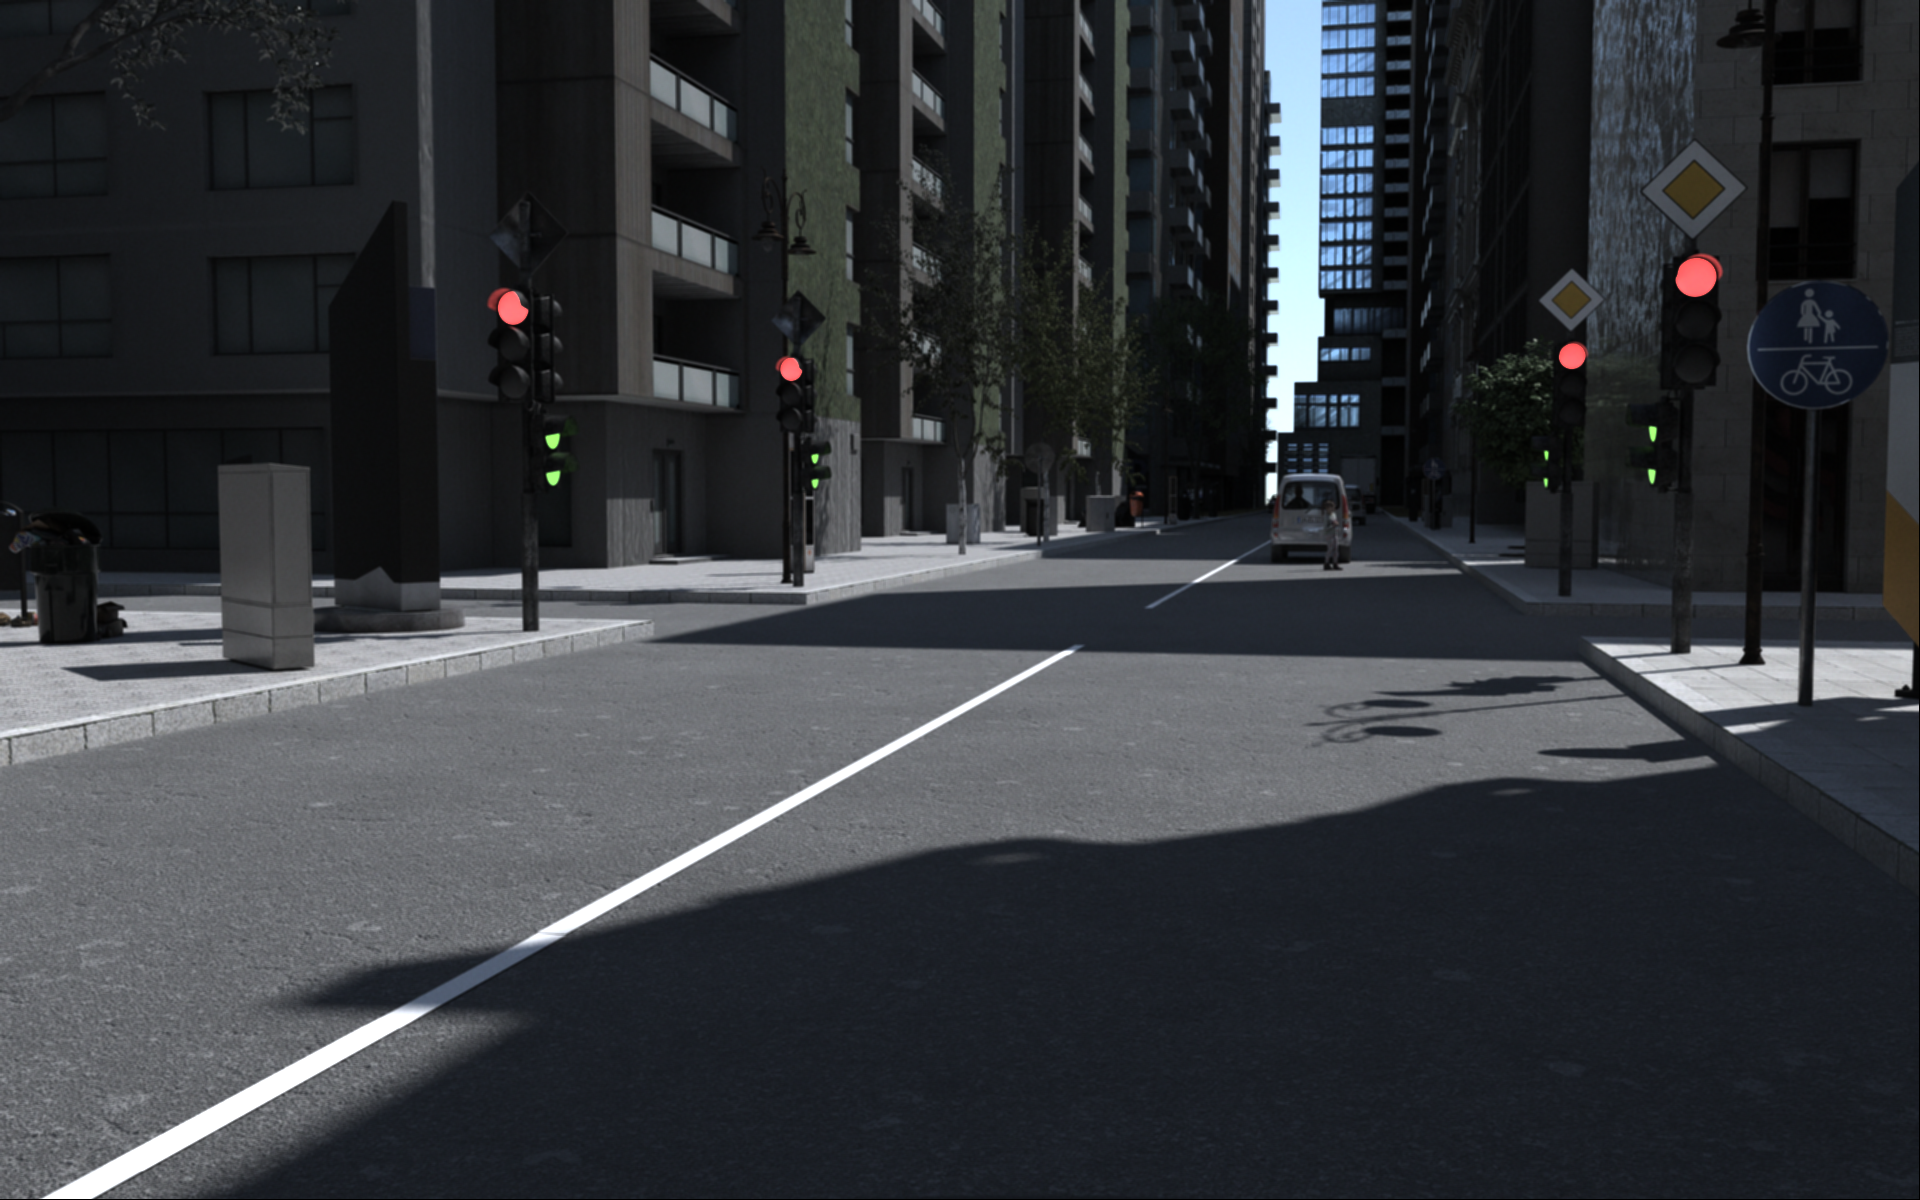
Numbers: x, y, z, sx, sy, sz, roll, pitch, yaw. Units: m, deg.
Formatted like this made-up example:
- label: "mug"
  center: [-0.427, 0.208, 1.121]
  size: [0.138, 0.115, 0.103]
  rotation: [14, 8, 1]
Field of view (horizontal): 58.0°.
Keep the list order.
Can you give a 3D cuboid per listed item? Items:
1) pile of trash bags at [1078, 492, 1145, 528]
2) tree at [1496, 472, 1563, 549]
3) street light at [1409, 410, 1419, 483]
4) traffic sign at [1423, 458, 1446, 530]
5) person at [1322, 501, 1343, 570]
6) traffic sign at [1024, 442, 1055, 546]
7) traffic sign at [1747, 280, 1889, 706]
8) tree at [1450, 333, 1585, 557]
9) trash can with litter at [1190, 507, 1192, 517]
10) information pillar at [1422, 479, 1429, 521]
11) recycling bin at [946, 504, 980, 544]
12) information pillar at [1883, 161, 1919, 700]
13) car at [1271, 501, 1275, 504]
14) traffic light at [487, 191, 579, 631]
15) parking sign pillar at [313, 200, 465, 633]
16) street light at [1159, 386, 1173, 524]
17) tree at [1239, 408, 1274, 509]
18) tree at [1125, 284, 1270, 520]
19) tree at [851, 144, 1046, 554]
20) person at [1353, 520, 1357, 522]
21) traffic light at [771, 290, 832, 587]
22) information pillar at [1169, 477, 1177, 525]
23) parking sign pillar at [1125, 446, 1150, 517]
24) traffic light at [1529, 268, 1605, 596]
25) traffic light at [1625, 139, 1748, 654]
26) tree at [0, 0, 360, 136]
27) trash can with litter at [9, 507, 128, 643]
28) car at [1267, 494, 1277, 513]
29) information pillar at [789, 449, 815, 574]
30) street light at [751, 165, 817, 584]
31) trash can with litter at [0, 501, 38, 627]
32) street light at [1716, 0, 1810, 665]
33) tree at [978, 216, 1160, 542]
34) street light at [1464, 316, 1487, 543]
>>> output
- label: "pile of trash bags"
  center: [5.986, -3.444, 66.066]
  size: [1.912, 1.369, 3.447]
  rotation: [-2, 4, -27]
- label: "tree"
  center: [13.528, -2.815, 40.621]
  size: [1.663, 3.219, 1.824]
  rotation: [0, 3, 0]
- label: "street light"
  center: [24.624, -7.420, 94.103]
  size: [0.468, 5.910, 1.993]
  rotation: [1, 4, 13]
- label: "traffic sign"
  center: [16.754, -3.737, 61.200]
  size: [0.768, 2.556, 0.104]
  rotation: [1, 4, 19]
- label: "person"
  center: [7.007, -1.210, 32.564]
  size: [0.394, 1.301, 0.425]
  rotation: [2, 4, 27]
- label: "traffic sign"
  center: [1.949, -2.605, 42.696]
  size: [0.768, 2.556, 0.104]
  rotation: [1, 4, 15]
- label: "traffic sign"
  center: [5.125, -0.631, 10.425]
  size: [0.768, 2.556, 0.104]
  rotation: [1, 4, 18]
- label: "tree"
  center: [11.789, -3.174, 35.606]
  size: [4.285, 4.588, 4.351]
  rotation: [0, 3, 0]
- label: "trash can with litter"
  center: [12.890, -5.235, 96.973]
  size: [0.624, 1.170, 1.055]
  rotation: [-1, 4, -17]
- label: "information pillar"
  center: [22.089, -4.755, 82.235]
  size: [0.304, 2.012, 0.304]
  rotation: [1, 4, 12]
- label: "recycling bin"
  center: [0.085, -1.963, 44.642]
  size: [0.722, 1.027, 0.722]
  rotation: [1, 4, 17]
- label: "information pillar"
  center: [6.042, -1.190, 10.818]
  size: [0.183, 3.616, 0.504]
  rotation: [-1, 4, -19]
- label: "car"
  center: [20.668, -5.914, 109.062]
  size: [2.083, 1.381, 4.827]
  rotation: [1, 4, 11]
- label: "traffic light"
  center: [-4.005, -1.663, 16.108]
  size: [0.839, 4.253, 0.868]
  rotation: [1, 4, 13]
- label: "parking sign pillar"
  center: [-5.515, -1.718, 16.557]
  size: [1.447, 3.967, 1.447]
  rotation: [3, 5, 43]
- label: "street light"
  center: [8.836, -6.202, 74.191]
  size: [0.468, 5.910, 1.993]
  rotation: [1, 4, 13]
- label: "tree"
  center: [24.585, -11.934, 145.482]
  size: [4.360, 8.622, 3.978]
  rotation: [0, 3, 0]
- label: "tree"
  center: [11.854, -9.891, 87.471]
  size: [9.928, 11.665, 9.643]
  rotation: [0, 3, 0]
- label: "tree"
  center: [-0.040, -5.262, 36.391]
  size: [4.360, 8.622, 3.978]
  rotation: [0, 3, 0]
- label: "person"
  center: [19.784, -4.840, 87.726]
  size: [0.635, 1.810, 0.391]
  rotation: [2, 4, 26]
- label: "traffic light"
  center: [-2.224, -2.139, 23.892]
  size: [0.839, 4.253, 0.868]
  rotation: [1, 4, 13]
- label: "information pillar"
  center: [8.953, -4.182, 72.873]
  size: [0.304, 2.012, 0.304]
  rotation: [0, 4, -2]
- label: "parking sign pillar"
  center: [9.885, -6.611, 96.570]
  size: [1.447, 3.967, 1.447]
  rotation: [-1, 4, -15]
- label: "traffic light"
  center: [7.588, -2.003, 21.672]
  size: [0.839, 4.253, 0.868]
  rotation: [1, 4, 13]
- label: "traffic light"
  center: [5.807, -1.527, 13.887]
  size: [0.839, 4.253, 0.868]
  rotation: [1, 4, 13]
- label: "tree"
  center: [-6.135, -6.058, 9.427]
  size: [12.009, 13.543, 11.850]
  rotation: [0, 3, 0]
- label: "trash can with litter"
  center: [-7.787, -0.233, 15.203]
  size: [0.624, 1.170, 1.055]
  rotation: [0, 4, -4]
- label: "car"
  center: [24.675, -7.423, 133.375]
  size: [2.014, 1.417, 4.499]
  rotation: [1, 4, 13]
- label: "information pillar"
  center: [-2.561, -1.440, 28.034]
  size: [0.304, 2.012, 0.304]
  rotation: [2, 4, 27]
- label: "street light"
  center: [-2.490, -3.178, 24.741]
  size: [0.468, 5.910, 1.993]
  rotation: [1, 4, 13]
- label: "trash can with litter"
  center: [-9.772, -0.369, 17.095]
  size: [2.233, 1.210, 1.678]
  rotation: [0, 4, 7]
- label: "street light"
  center: [5.986, -2.454, 12.909]
  size: [0.468, 5.910, 1.993]
  rotation: [1, 4, 13]
- label: "tree"
  center: [2.536, -5.869, 46.322]
  size: [4.737, 8.622, 4.395]
  rotation: [0, 3, 0]
- label: "street light"
  center: [13.405, -4.426, 45.158]
  size: [0.468, 5.910, 1.993]
  rotation: [1, 4, 13]
